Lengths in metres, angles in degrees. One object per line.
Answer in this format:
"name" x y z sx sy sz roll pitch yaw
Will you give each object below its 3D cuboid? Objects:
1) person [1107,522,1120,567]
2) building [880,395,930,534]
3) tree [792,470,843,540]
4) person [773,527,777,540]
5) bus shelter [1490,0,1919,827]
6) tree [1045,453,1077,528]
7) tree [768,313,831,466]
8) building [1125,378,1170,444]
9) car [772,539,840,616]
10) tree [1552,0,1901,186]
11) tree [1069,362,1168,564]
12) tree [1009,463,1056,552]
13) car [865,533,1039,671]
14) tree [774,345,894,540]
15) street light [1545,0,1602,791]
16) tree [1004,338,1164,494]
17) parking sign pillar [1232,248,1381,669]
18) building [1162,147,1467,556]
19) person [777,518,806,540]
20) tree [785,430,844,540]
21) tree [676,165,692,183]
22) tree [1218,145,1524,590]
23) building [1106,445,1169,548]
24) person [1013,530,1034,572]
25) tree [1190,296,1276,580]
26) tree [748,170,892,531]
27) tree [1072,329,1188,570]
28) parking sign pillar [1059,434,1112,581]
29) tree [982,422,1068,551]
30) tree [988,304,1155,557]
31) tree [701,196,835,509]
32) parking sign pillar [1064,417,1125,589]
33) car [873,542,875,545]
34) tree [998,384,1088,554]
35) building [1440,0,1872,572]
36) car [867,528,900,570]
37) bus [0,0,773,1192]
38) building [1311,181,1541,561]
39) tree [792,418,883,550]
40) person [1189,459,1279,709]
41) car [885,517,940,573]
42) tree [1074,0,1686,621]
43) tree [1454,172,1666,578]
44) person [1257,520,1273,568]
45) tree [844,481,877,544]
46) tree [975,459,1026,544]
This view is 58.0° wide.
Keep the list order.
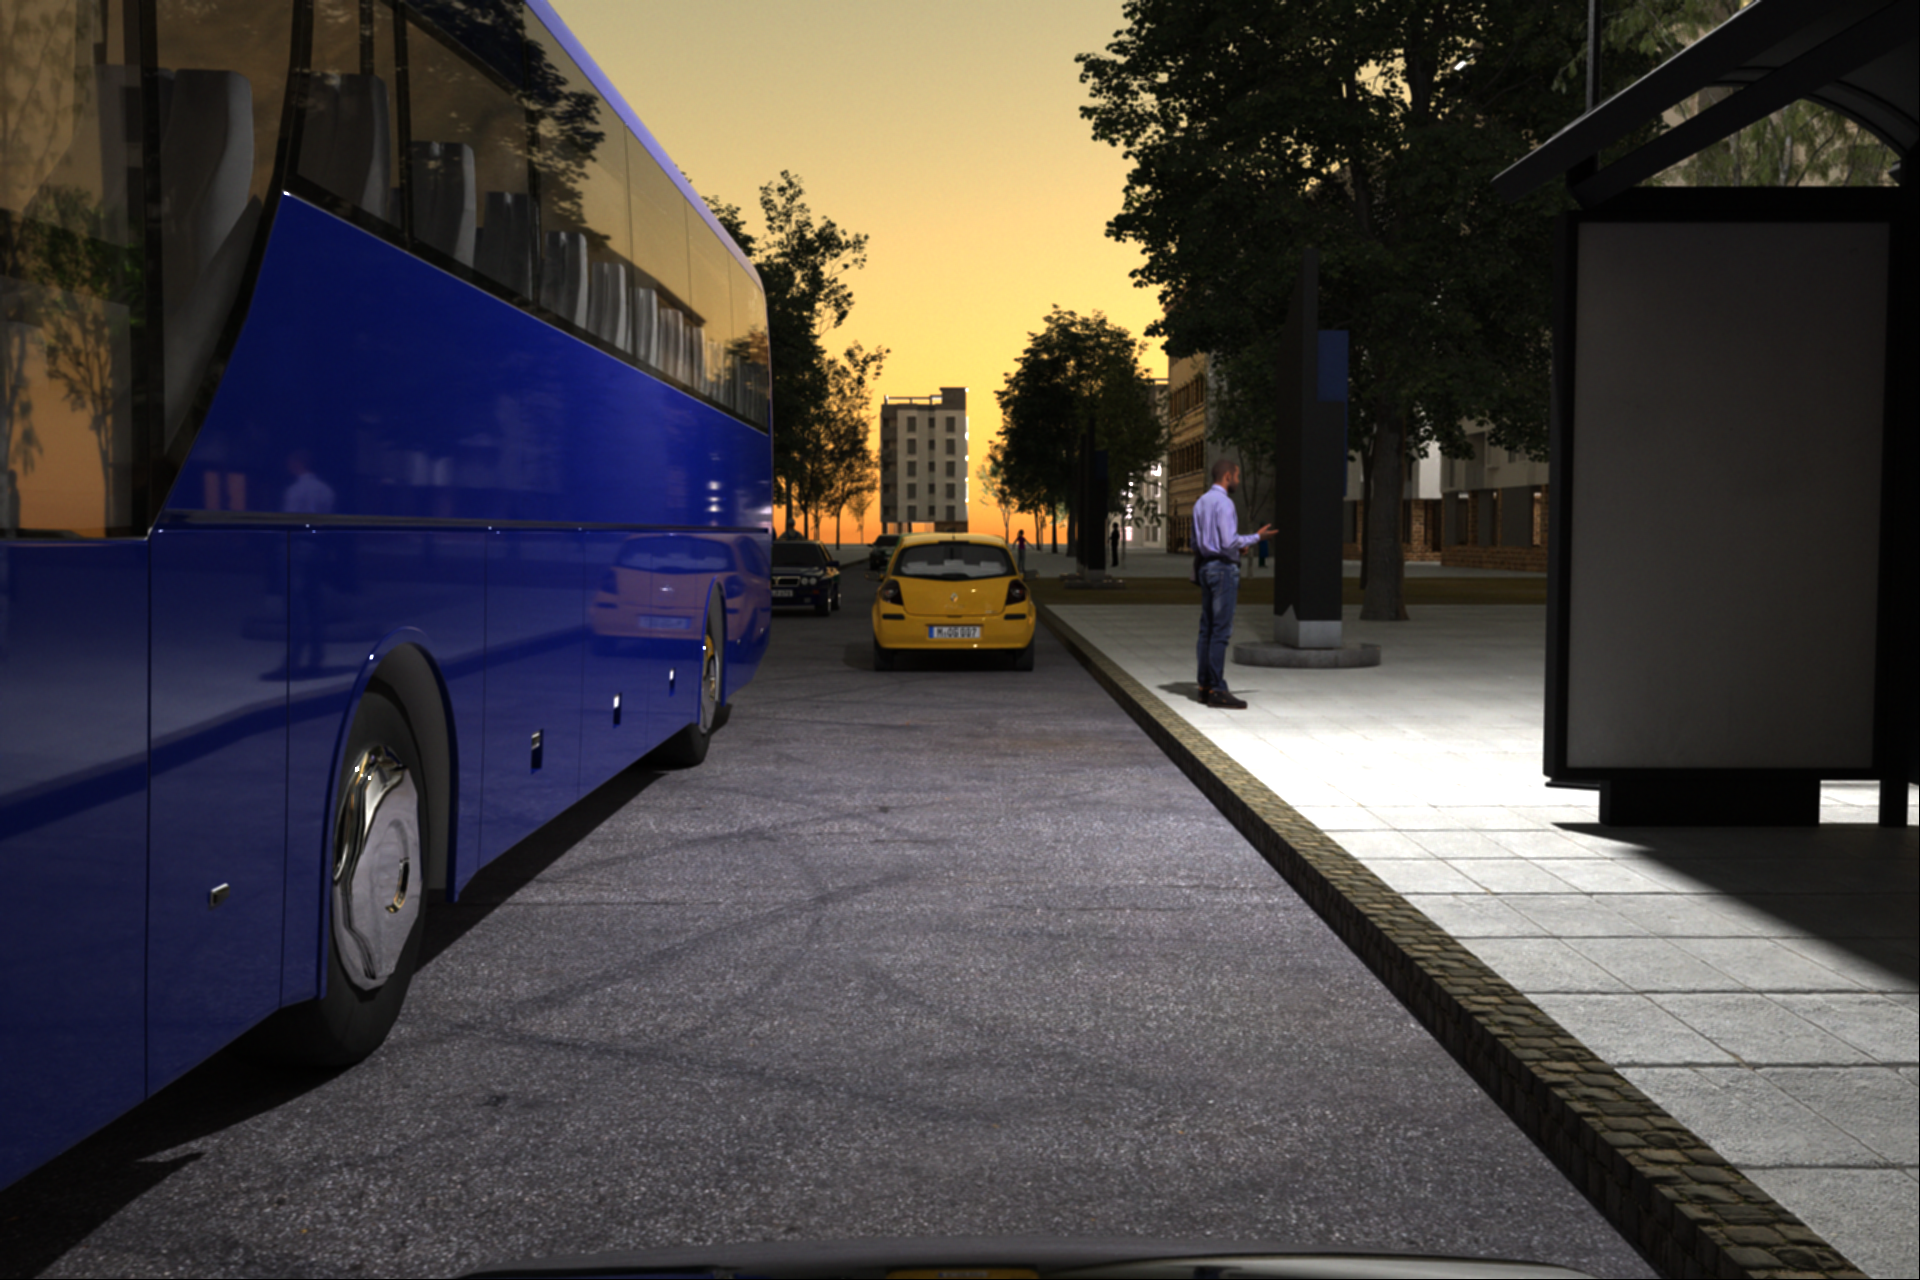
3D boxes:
"person" 6.016 -3.754 68.106 0.721 1.740 1.216 2 4 23
"building" -10.096 -22.527 227.192 11.380 20.090 16.016 0 4 0
"tree" -18.761 -17.907 227.185 7.601 10.594 8.767 0 4 6
"person" -5.494 -2.644 49.199 0.705 1.833 1.349 -2 4 -34
"bus shelter" 3.369 -0.680 5.048 2.014 3.302 5.546 0 4 0
"tree" 14.900 -19.041 229.453 7.486 12.596 7.792 0 3 0
"tree" -9.505 -9.362 78.817 9.928 11.665 9.643 0 3 0
"building" 24.574 -21.423 206.678 16.016 20.090 11.380 0 4 -1
"car" -3.121 -1.148 31.352 1.945 1.354 3.894 0 3 0
"tree" 5.424 -3.790 12.328 4.360 8.622 3.978 0 3 0
"tree" 6.489 -7.560 73.974 4.737 8.622 4.395 0 3 0
"tree" 6.059 -10.604 123.737 4.360 8.622 3.978 0 3 0
"car" -0.085 -0.567 19.496 2.015 1.641 3.980 0 4 -1
"tree" -9.745 -12.140 108.851 12.009 13.543 11.850 0 3 0
"street light" 3.696 -2.208 8.643 1.470 5.913 1.316 0 4 0
"tree" 5.882 -8.998 81.537 8.767 10.594 7.601 2 4 27
"parking sign pillar" 3.437 -1.750 17.079 1.447 3.967 1.447 0 4 0
"building" 23.263 -16.911 107.429 19.493 23.208 18.063 0 3 0
"person" -4.351 -2.224 44.679 1.347 1.847 0.705 -1 4 -17
"tree" -9.695 -10.439 121.037 4.360 8.622 3.978 0 3 0
"tree" -9.883 -8.257 53.124 7.486 12.596 7.792 0 3 0
"tree" 9.688 -6.457 39.988 7.601 10.594 8.767 -3 4 -36
"building" 19.298 -14.319 176.262 9.099 9.664 28.070 0 4 -1
"person" 2.110 -2.990 58.148 0.599 1.433 0.991 -3 5 -42
"tree" 8.142 -6.016 48.717 4.360 8.622 3.978 0 3 0
"tree" -10.059 -14.506 93.056 12.611 20.169 13.585 0 3 0
"tree" 5.919 -6.818 61.834 4.737 8.622 4.395 0 3 0
"parking sign pillar" 3.455 -3.607 47.452 1.447 3.967 1.447 0 4 -1
"tree" 5.813 -12.222 134.246 7.601 10.594 8.767 2 4 26
"tree" 6.414 -11.662 97.331 9.857 13.997 8.962 0 3 0
"tree" -9.066 -9.730 65.737 9.857 13.997 8.962 0 3 0
"parking sign pillar" 3.175 -3.196 40.731 1.447 3.967 1.447 0 4 0
"car" -3.123 -4.449 82.530 2.009 1.686 4.222 0 3 0
"tree" 6.107 -11.528 114.237 9.928 11.665 9.643 0 3 0
"building" 24.357 -12.911 67.517 16.016 20.090 11.380 0 3 0
"car" -2.710 -3.679 69.939 2.009 1.686 4.222 0 4 0
"bus" -2.766 -1.000 7.899 2.896 3.916 12.251 0 3 0
"building" 24.177 -14.530 93.991 16.016 20.090 11.380 0 4 -1
"tree" -9.887 -12.434 137.705 8.767 10.594 7.601 1 4 17
"person" 2.056 -0.432 12.980 0.599 1.838 0.709 -1 4 -16
"car" -0.676 -1.765 37.653 1.959 1.807 4.718 0 4 -1
"tree" 6.395 -7.274 25.593 9.857 13.997 8.962 0 3 0
"tree" 17.620 -7.589 49.832 9.928 11.665 9.643 0 3 0
"person" 11.533 -3.650 65.810 0.704 1.817 1.347 2 4 33
"tree" -12.406 -16.686 223.179 4.360 8.622 3.978 0 3 0
"tree" 6.011 -18.360 225.948 9.928 11.665 9.643 0 3 0
